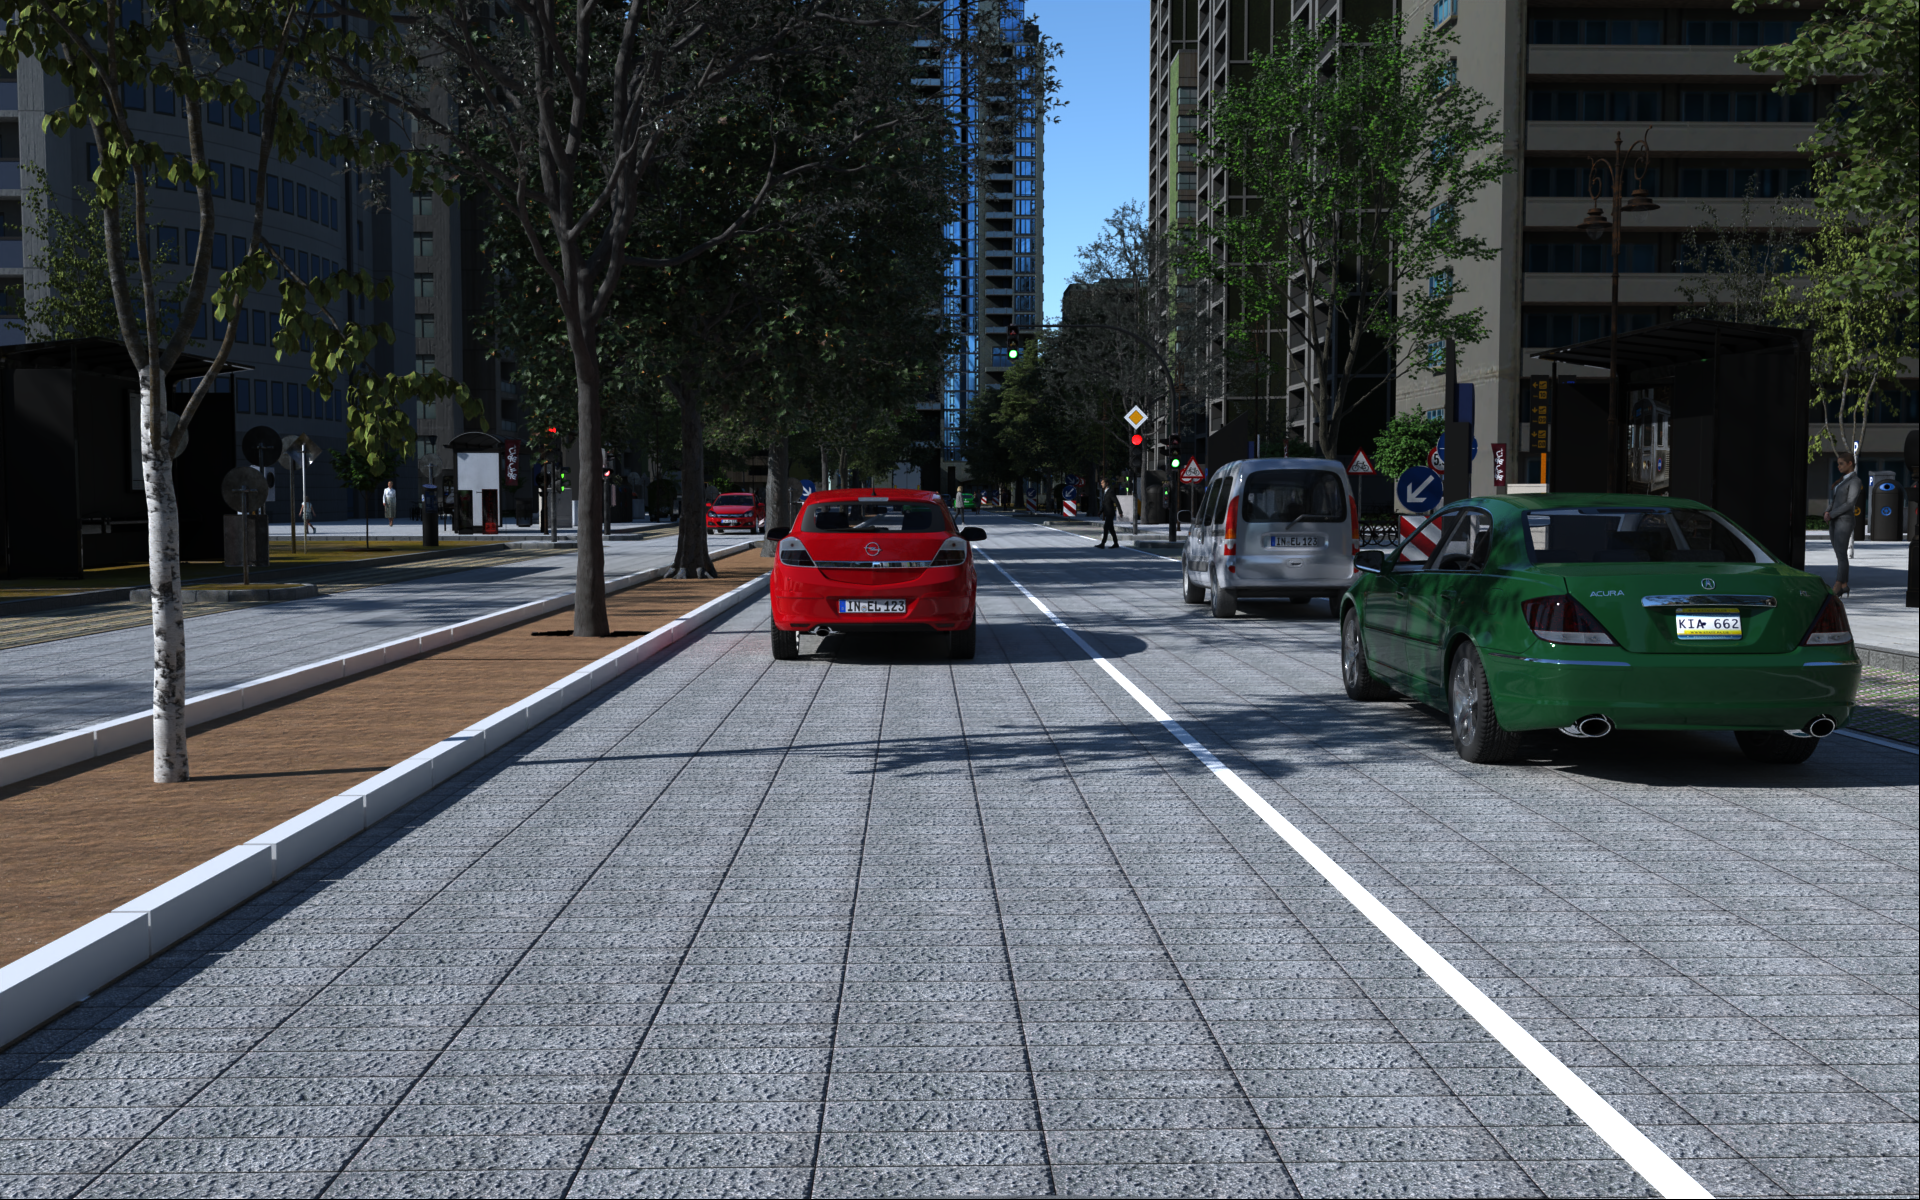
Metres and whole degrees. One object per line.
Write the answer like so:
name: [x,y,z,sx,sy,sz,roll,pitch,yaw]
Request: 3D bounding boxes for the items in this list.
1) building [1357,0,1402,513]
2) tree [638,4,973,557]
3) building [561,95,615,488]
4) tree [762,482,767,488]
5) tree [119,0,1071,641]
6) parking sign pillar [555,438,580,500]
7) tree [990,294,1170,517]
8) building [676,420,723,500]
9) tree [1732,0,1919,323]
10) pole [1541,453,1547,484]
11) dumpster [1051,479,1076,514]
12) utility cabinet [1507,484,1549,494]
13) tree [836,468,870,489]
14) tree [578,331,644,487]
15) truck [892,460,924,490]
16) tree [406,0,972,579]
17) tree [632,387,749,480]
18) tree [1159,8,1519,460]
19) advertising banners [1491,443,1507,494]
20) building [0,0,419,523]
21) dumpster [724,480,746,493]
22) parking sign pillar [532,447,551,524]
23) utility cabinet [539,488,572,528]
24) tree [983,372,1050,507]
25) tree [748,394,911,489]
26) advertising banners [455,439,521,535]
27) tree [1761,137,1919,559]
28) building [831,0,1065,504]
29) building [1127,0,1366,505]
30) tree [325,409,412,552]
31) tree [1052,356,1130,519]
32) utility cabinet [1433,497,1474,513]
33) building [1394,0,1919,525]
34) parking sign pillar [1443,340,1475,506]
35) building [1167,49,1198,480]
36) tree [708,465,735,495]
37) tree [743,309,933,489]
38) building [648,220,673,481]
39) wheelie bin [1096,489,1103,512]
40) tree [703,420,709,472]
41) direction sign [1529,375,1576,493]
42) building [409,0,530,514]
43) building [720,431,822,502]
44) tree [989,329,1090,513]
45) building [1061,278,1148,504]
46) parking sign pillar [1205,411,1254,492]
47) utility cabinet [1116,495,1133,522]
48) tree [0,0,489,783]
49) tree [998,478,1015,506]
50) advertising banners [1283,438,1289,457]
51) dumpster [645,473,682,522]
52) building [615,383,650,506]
building: [29.463,-43.218,144.859,20.563,71.187,20.611,0,4,-1]
tree: [-4.196,-7.946,39.025,9.857,13.997,8.962,0,3,0]
building: [-40.398,-31.504,138.799,21.300,48.544,21.600,0,4,-1]
tree: [-15.889,-9.214,145.253,1.663,3.219,1.824,0,3,0]
tree: [-3.673,-6.363,16.870,12.009,13.543,11.850,0,3,0]
parking sign pillar: [-15.730,-5.080,71.532,1.447,3.967,1.447,3,5,42]
tree: [7.543,-11.108,98.620,9.611,12.733,9.660,0,3,0]
building: [-44.430,-33.662,242.252,23.993,40.220,32.217,0,4,-1]
tree: [9.401,-5.788,12.769,7.486,12.596,7.792,0,3,0]
pole: [18.622,-3.758,55.288,0.158,3.312,0.155,0,3,0]
dumpster: [6.786,-6.763,113.070,1.502,2.255,1.985,0,4,-2]
utility cabinet: [12.318,-1.752,37.325,0.318,1.500,1.173,-2,4,-25]
tree: [-6.600,-10.326,121.647,4.360,8.622,3.978,0,3,0]
tree: [-13.906,-7.011,64.985,4.360,8.622,3.978,0,3,0]
truck: [-4.442,-9.655,146.779,2.839,4.237,11.283,0,4,-1]
tree: [-4.553,-6.714,29.237,9.611,12.733,9.660,0,3,0]
tree: [-14.648,-10.778,94.343,7.486,12.596,7.792,0,3,0]
tree: [8.202,-6.874,38.146,9.928,11.665,9.643,0,3,0]
advertising banners: [19.296,-3.878,59.600,2.074,3.025,0.090,0,4,3]
building: [-40.018,-32.881,79.602,21.231,58.520,28.212,0,4,-1]
dumpster: [-15.851,-7.268,121.322,1.502,2.255,1.985,0,4,-2]
parking sign pillar: [-17.809,-5.279,74.784,1.447,3.967,1.447,-1,4,-14]
utility cabinet: [-15.022,-3.406,64.363,1.173,1.500,0.318,-2,4,-33]
tree: [5.812,-16.453,175.661,9.857,13.997,8.962,0,3,0]
tree: [-5.545,-9.839,81.458,7.486,12.596,7.792,0,3,0]
advertising banners: [-14.971,-3.597,55.006,2.074,3.025,0.090,-1,4,-19]
tree: [17.794,-5.135,34.324,4.737,8.622,4.395,0,3,0]
building: [-1.780,-56.514,236.678,31.000,86.520,22.319,0,4,-1]
building: [29.013,-45.397,180.490,20.563,71.187,20.611,0,4,-1]
tree: [-13.460,-2.710,38.908,1.663,3.219,1.824,0,3,0]
tree: [7.130,-8.505,89.425,4.737,8.622,4.395,0,3,0]
utility cabinet: [11.646,-1.803,40.641,1.020,1.237,0.306,2,4,33]
building: [31.900,-27.873,79.425,21.600,48.544,21.300,0,4,-1]
parking sign pillar: [8.885,-2.594,30.877,1.447,3.967,1.447,1,4,19]
building: [26.447,-29.341,163.320,14.154,41.232,14.086,0,4,-1]
tree: [-15.590,-7.182,112.028,1.663,3.219,1.824,0,3,0]
tree: [-4.844,-8.838,72.711,9.928,11.665,9.643,0,3,0]
building: [-37.773,-25.235,184.301,14.107,30.474,14.160,0,4,-1]
wheelie bin: [9.413,-6.750,118.264,0.980,1.594,0.693,-2,4,-27]
tree: [-15.157,-8.299,86.056,4.737,8.622,4.395,0,3,0]
direction sign: [11.269,-2.507,32.988,0.876,3.537,0.379,0,4,-3]
building: [-35.983,-26.333,114.145,14.154,41.232,14.086,0,4,-1]
building: [-24.999,-28.234,233.330,14.107,30.474,14.160,0,4,-1]
tree: [5.736,-12.303,119.277,7.486,12.596,7.792,0,3,0]
building: [21.276,-28.354,235.291,14.107,30.474,14.160,0,4,-1]
parking sign pillar: [8.612,-4.132,56.035,1.447,3.967,1.447,0,4,-4]
utility cabinet: [7.791,-4.264,80.871,1.020,1.237,0.306,3,5,44]
tree: [-3.873,-3.382,8.113,4.737,8.622,4.395,0,3,0]
tree: [4.524,-14.643,189.775,4.737,8.622,4.395,0,3,0]
advertising banners: [10.658,-3.623,55.430,0.090,3.025,2.074,2,4,30]
dumpster: [-13.761,-4.768,80.454,1.502,2.255,1.985,0,4,-1]
building: [-36.380,-28.951,156.935,14.154,41.232,14.086,0,4,-1]
